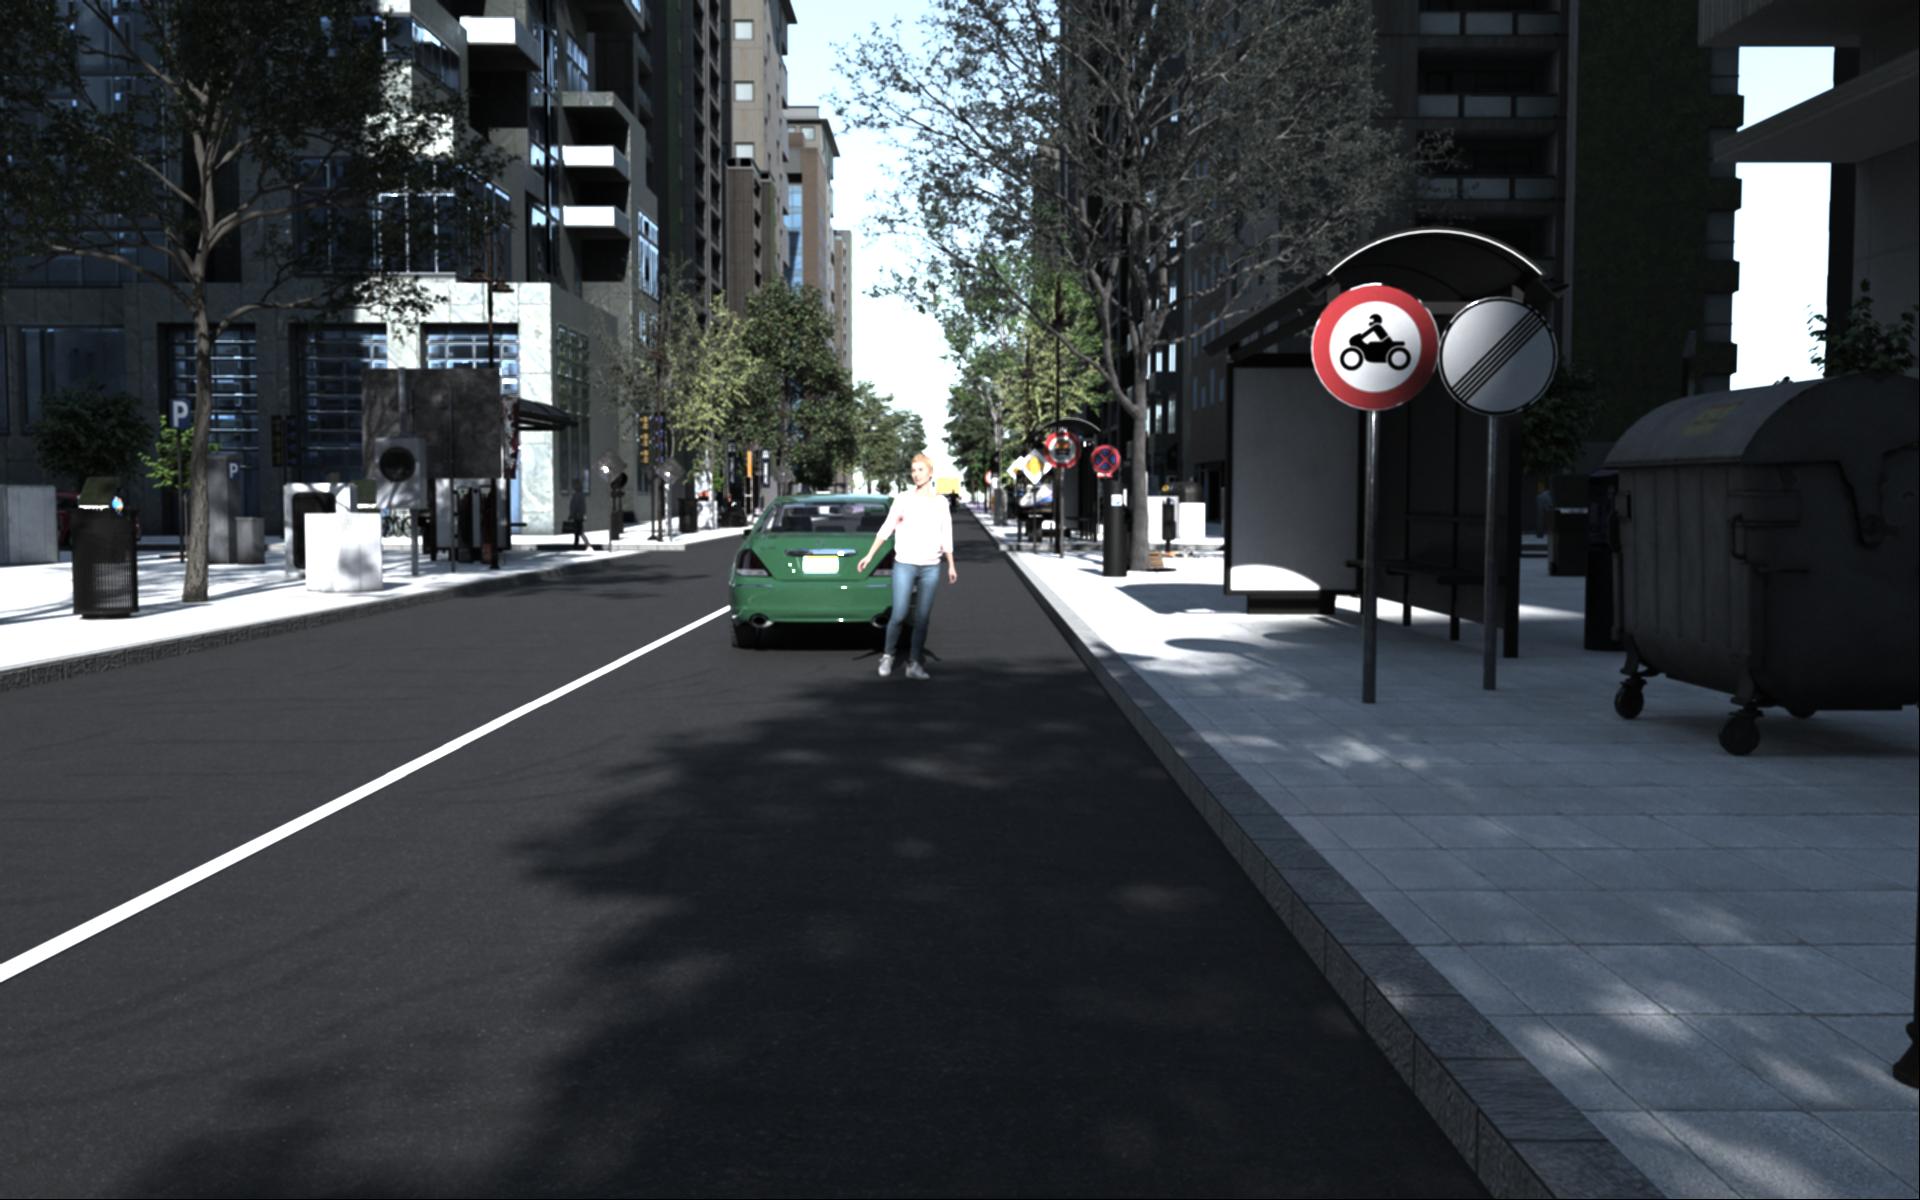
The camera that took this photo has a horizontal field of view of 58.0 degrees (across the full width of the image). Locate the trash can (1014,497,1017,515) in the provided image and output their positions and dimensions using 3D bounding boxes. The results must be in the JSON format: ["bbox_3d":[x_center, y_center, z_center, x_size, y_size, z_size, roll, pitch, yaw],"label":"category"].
[{"bbox_3d":[3.419,-5.360,99.286,0.748,1.137,0.748,0,3,0],"label":"trash can"}]

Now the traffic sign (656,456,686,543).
[{"bbox_3d":[-7.596,-2.559,45.474,0.795,2.450,0.064,0,3,0],"label":"traffic sign"}]

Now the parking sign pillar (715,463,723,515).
[{"bbox_3d":[-14.527,-7.041,103.598,1.447,3.967,1.447,1,4,10],"label":"parking sign pillar"}]

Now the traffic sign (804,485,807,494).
[{"bbox_3d":[-9.852,-6.771,110.811,0.768,2.556,0.104,0,4,8],"label":"traffic sign"}]

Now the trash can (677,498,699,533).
[{"bbox_3d":[-8.941,-2.771,56.961,0.748,1.137,0.748,0,3,0],"label":"trash can"}]

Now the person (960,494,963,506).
[{"bbox_3d":[0.104,-12.364,213.875,0.599,1.433,0.991,-1,4,-18],"label":"person"}]

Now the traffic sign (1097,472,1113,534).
[{"bbox_3d":[4.425,-3.380,55.259,0.884,2.594,0.081,0,4,4],"label":"traffic sign"}]

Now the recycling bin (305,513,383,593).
[{"bbox_3d":[-8.111,-0.627,22.803,0.722,1.027,0.722,3,4,37],"label":"recycling bin"}]

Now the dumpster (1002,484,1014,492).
[{"bbox_3d":[3.551,-7.097,118.537,1.502,2.255,1.985,0,3,0],"label":"dumpster"}]

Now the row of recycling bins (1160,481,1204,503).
[{"bbox_3d":[7.341,-3.053,57.024,1.069,1.692,3.534,0,4,-4],"label":"row of recycling bins"}]

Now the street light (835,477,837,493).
[{"bbox_3d":[-8.167,-8.631,113.906,0.468,5.910,1.993,0,3,0],"label":"street light"}]

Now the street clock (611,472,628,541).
[{"bbox_3d":[-9.533,-2.641,47.753,0.471,2.002,0.358,3,5,44],"label":"street clock"}]

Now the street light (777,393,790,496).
[{"bbox_3d":[-8.111,-6.536,79.647,0.468,5.910,1.993,0,3,0],"label":"street light"}]

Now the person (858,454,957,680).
[{"bbox_3d":[-0.455,-0.264,13.493,0.731,1.740,0.598,-2,4,-27],"label":"person"}]

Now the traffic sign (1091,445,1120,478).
[{"bbox_3d":[3.752,-2.727,44.696,0.768,2.556,0.104,0,4,7],"label":"traffic sign"}]

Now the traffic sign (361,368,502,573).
[{"bbox_3d":[-8.576,-2.095,28.122,2.265,3.308,0.079,0,4,1],"label":"traffic sign"}]

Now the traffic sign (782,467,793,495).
[{"bbox_3d":[-8.276,-5.012,82.049,0.768,2.556,0.104,0,4,2],"label":"traffic sign"}]

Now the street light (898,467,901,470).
[{"bbox_3d":[-8.404,-16.289,239.116,0.468,5.910,1.993,0,3,0],"label":"street light"}]

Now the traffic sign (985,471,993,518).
[{"bbox_3d":[1.732,-5.716,93.558,0.768,2.556,0.104,0,4,5],"label":"traffic sign"}]

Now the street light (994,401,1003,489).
[{"bbox_3d":[1.928,-6.932,86.133,0.468,5.910,1.993,0,3,0],"label":"street light"}]

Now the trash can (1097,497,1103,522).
[{"bbox_3d":[6.062,-4.028,77.514,0.748,1.137,0.748,0,3,0],"label":"trash can"}]

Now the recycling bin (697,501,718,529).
[{"bbox_3d":[-9.330,-3.095,63.160,0.722,1.027,0.722,3,4,37],"label":"recycling bin"}]

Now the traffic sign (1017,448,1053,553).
[{"bbox_3d":[1.615,-2.070,37.488,0.795,2.450,0.064,0,3,0],"label":"traffic sign"}]

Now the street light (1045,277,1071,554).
[{"bbox_3d":[2.089,-3.928,37.017,0.468,5.910,1.993,0,3,0],"label":"street light"}]

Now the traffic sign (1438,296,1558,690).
[{"bbox_3d":[3.475,-0.684,11.290,0.768,2.556,0.104,0,4,1],"label":"traffic sign"}]

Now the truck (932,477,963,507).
[{"bbox_3d":[-1.352,-11.942,191.181,3.469,3.379,9.791,0,4,-1],"label":"truck"}]

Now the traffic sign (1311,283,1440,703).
[{"bbox_3d":[2.515,-0.640,10.572,0.768,2.556,0.104,0,4,5],"label":"traffic sign"}]

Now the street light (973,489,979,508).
[{"bbox_3d":[1.714,-11.610,162.618,0.468,5.910,1.993,0,3,0],"label":"street light"}]

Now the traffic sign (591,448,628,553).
[{"bbox_3d":[-7.579,-2.070,37.489,0.795,2.450,0.064,0,3,0],"label":"traffic sign"}]

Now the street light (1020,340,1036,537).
[{"bbox_3d":[2.033,-4.853,52.142,0.468,5.910,1.993,0,3,0],"label":"street light"}]

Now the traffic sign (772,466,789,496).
[{"bbox_3d":[-8.028,-4.727,77.385,0.768,2.556,0.104,0,4,6],"label":"traffic sign"}]

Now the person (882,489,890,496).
[{"bbox_3d":[-5.728,-7.573,132.458,1.348,1.807,0.705,-1,4,-19],"label":"person"}]

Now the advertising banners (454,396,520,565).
[{"bbox_3d":[-8.633,-2.166,31.610,2.074,3.025,0.090,3,5,41],"label":"advertising banners"}]

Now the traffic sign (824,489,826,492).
[{"bbox_3d":[-9.358,-7.337,120.058,0.768,2.556,0.104,0,4,5],"label":"traffic sign"}]

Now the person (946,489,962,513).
[{"bbox_3d":[-0.502,-7.518,131.449,1.348,1.821,0.705,0,4,-1],"label":"person"}]

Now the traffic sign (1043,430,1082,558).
[{"bbox_3d":[2.053,-2.121,34.791,0.768,2.556,0.104,0,4,2],"label":"traffic sign"}]

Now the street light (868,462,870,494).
[{"bbox_3d":[-8.217,-11.213,156.119,0.468,5.910,1.993,0,3,0],"label":"street light"}]

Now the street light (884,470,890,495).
[{"bbox_3d":[-8.391,-14.244,205.684,0.468,5.910,1.993,0,3,0],"label":"street light"}]

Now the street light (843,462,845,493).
[{"bbox_3d":[-8.185,-9.138,122.201,0.468,5.910,1.993,0,3,0],"label":"street light"}]

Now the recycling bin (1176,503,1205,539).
[{"bbox_3d":[6.567,-2.250,49.347,0.722,1.027,0.722,0,4,-2],"label":"recycling bin"}]

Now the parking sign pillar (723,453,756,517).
[{"bbox_3d":[-12.075,-6.602,96.416,1.447,3.967,1.447,-2,4,-31],"label":"parking sign pillar"}]

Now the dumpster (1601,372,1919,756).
[{"bbox_3d":[4.331,-0.207,9.140,1.264,1.857,1.865,0,4,0],"label":"dumpster"}]

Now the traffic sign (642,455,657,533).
[{"bbox_3d":[-10.087,-3.474,56.912,0.768,2.556,0.104,0,4,5],"label":"traffic sign"}]

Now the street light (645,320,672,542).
[{"bbox_3d":[-8.032,-4.492,46.234,0.468,5.910,1.993,0,3,0],"label":"street light"}]

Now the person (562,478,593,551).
[{"bbox_3d":[-8.933,-1.945,40.489,0.728,1.800,0.709,1,4,11],"label":"person"}]

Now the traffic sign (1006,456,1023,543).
[{"bbox_3d":[1.599,-2.558,45.473,0.795,2.450,0.064,0,3,0],"label":"traffic sign"}]

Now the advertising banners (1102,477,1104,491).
[{"bbox_3d":[8.786,-7.104,112.339,2.074,3.025,0.090,-1,4,-22],"label":"advertising banners"}]

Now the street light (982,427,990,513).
[{"bbox_3d":[1.835,-9.018,120.232,0.468,5.910,1.993,0,3,0],"label":"street light"}]

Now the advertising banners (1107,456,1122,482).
[{"bbox_3d":[7.224,-5.172,80.749,0.090,3.025,2.074,-1,4,-11],"label":"advertising banners"}]

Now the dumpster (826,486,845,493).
[{"bbox_3d":[-8.507,-6.875,118.169,1.264,1.857,1.865,0,3,0],"label":"dumpster"}]

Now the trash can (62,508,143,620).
[{"bbox_3d":[-8.808,-0.378,17.838,0.748,1.137,0.748,0,3,0],"label":"trash can"}]
